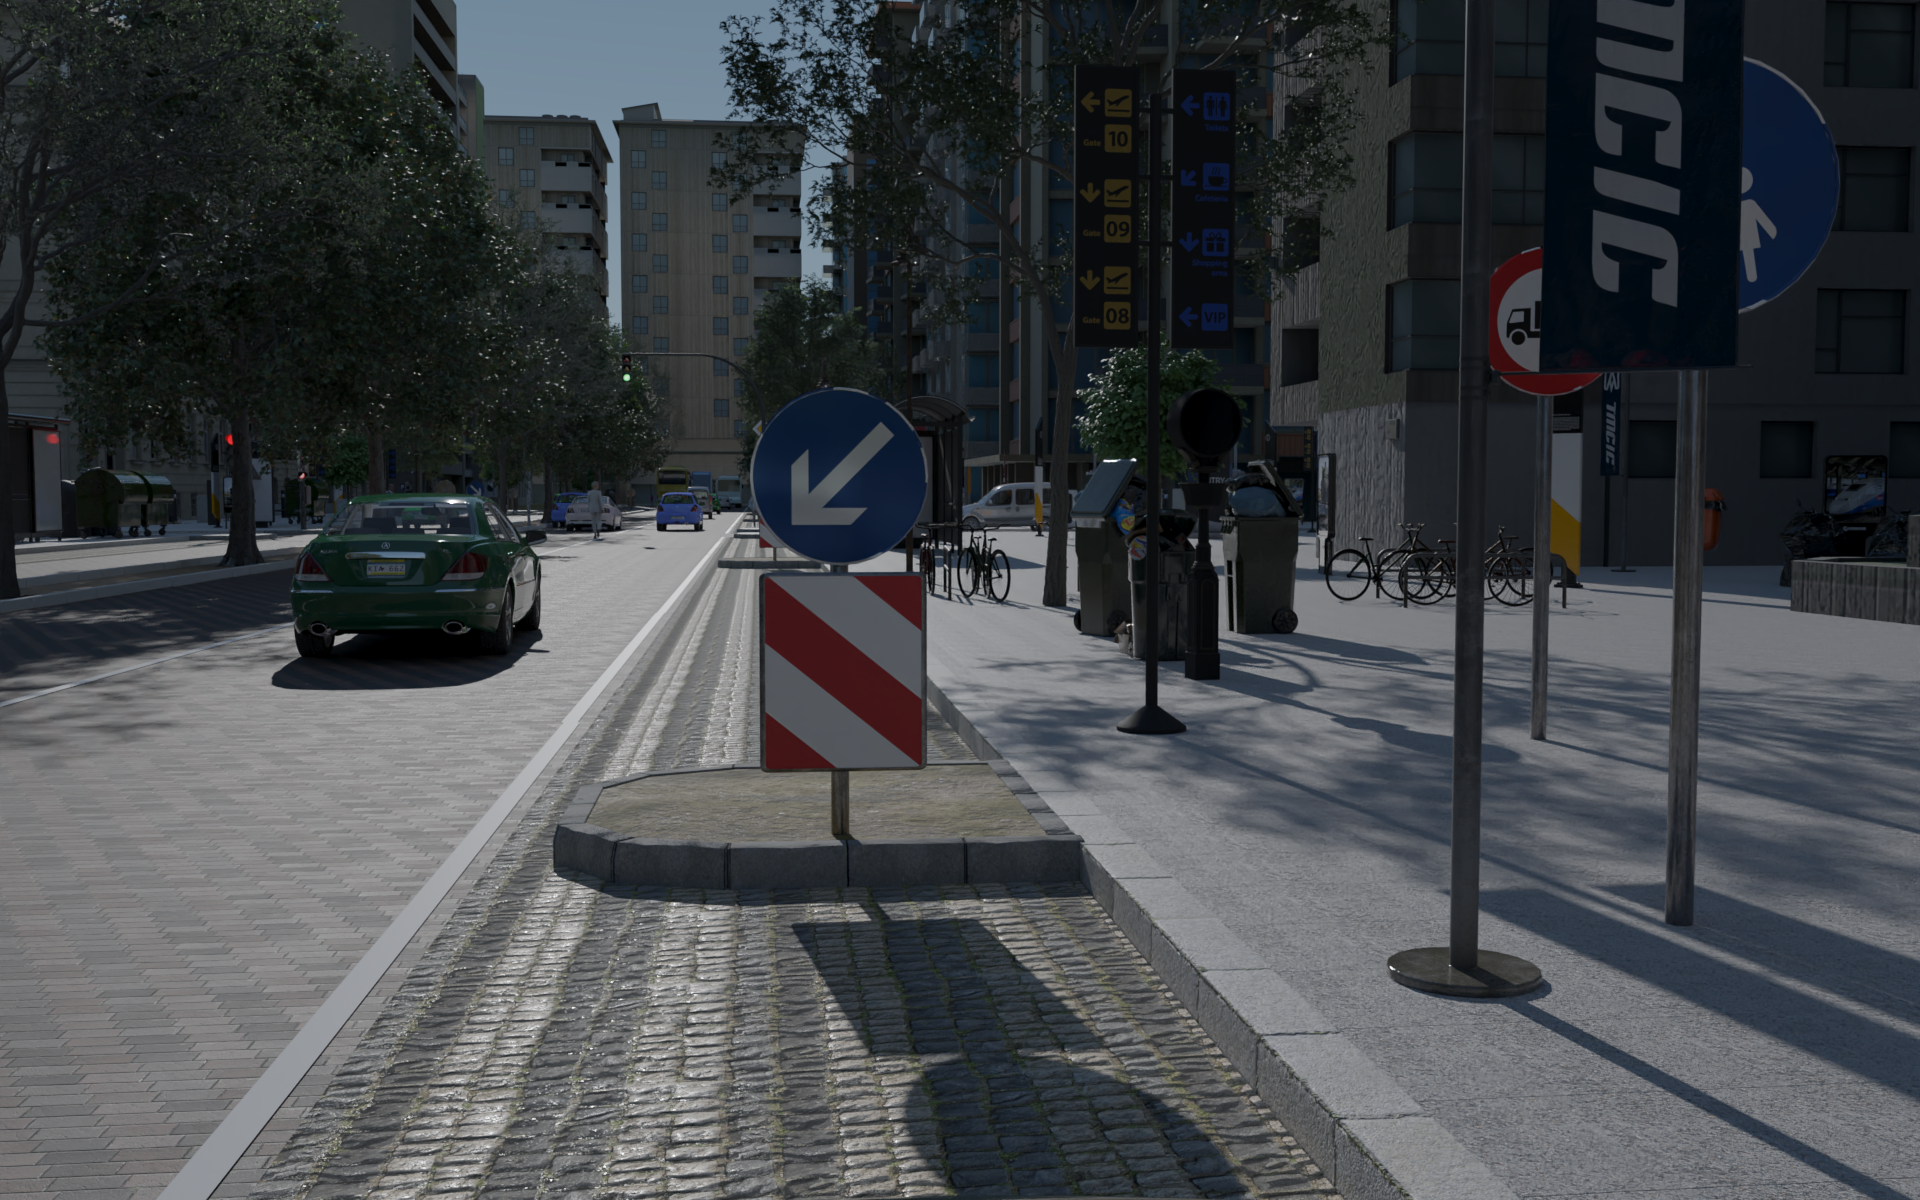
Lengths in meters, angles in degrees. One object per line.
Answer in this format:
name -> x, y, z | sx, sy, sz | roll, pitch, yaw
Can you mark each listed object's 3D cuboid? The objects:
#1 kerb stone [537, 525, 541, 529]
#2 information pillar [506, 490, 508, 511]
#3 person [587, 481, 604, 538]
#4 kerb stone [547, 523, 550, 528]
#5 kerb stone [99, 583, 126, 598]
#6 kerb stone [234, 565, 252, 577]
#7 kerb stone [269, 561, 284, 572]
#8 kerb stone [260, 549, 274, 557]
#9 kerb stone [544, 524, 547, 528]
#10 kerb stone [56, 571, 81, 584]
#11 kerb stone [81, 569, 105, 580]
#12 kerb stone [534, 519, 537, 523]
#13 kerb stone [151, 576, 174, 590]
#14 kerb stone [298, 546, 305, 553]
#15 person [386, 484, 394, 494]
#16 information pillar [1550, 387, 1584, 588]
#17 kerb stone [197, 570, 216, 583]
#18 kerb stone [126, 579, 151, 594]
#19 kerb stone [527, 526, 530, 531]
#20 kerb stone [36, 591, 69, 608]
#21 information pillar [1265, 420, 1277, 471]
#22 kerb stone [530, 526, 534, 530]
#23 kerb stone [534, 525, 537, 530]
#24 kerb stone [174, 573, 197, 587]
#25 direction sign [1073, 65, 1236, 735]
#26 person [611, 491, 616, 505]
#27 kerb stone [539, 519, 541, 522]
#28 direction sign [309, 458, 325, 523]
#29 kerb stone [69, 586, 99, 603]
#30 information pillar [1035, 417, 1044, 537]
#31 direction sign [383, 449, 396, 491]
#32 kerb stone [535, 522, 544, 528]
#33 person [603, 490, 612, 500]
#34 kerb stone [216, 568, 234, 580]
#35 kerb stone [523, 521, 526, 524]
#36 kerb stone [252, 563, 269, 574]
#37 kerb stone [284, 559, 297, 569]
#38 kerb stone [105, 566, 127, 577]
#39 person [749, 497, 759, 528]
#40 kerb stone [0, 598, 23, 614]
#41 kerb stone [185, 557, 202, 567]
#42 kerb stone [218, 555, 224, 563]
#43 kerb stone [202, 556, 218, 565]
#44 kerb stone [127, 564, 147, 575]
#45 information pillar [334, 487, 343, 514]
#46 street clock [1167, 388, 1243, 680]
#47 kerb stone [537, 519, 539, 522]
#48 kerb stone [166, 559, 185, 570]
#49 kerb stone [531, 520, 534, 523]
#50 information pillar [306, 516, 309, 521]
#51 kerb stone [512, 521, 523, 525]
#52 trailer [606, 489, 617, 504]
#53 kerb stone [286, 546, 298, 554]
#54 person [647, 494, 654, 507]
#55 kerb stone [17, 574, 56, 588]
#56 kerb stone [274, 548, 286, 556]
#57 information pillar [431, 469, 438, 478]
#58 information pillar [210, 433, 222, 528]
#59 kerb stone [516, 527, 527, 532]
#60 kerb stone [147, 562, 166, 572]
kerb stone -> -17.296, -2.950, 70.500 | 0.120, 0.150, 1.000 | 0, 4, -7
information pillar -> -34.741, -7.819, 132.336 | 0.304, 2.012, 0.304 | -1, 4, -19
person -> -11.795, -2.915, 56.045 | 0.514, 1.842, 0.818 | -1, 4, -10
kerb stone -> -17.663, -3.142, 73.562 | 0.120, 0.150, 1.000 | 0, 4, -7
kerb stone -> -11.918, -0.120, 24.163 | 0.120, 0.150, 1.000 | 0, 4, -7
kerb stone -> -12.631, -0.495, 30.286 | 0.120, 0.150, 1.000 | 0, 4, -7
kerb stone -> -12.867, -0.620, 32.324 | 0.120, 0.150, 1.000 | 0, 4, -7
kerb stone -> -15.771, -1.036, 39.134 | 0.120, 0.150, 1.000 | 0, 4, -7
kerb stone -> -17.532, -3.079, 72.542 | 0.120, 0.150, 1.000 | 0, 4, -7
kerb stone -> -14.476, -0.350, 27.922 | 0.120, 0.150, 1.000 | 0, 4, -7
kerb stone -> -14.587, -0.412, 28.938 | 0.120, 0.150, 1.000 | 0, 4, -7
kerb stone -> -21.164, -3.870, 85.554 | 0.120, 0.150, 1.000 | 0, 4, -7
kerb stone -> -12.163, -0.244, 26.210 | 0.120, 0.150, 1.000 | 0, 4, -7
kerb stone -> -16.132, -1.223, 42.196 | 0.120, 0.150, 1.000 | 0, 4, -7
person -> -21.856, -3.536, 66.502 | 0.419, 1.800, 0.721 | 0, 4, 1
information pillar -> 8.283, -1.978, 23.702 | 0.504, 3.616, 0.183 | 3, 4, 37
kerb stone -> -12.393, -0.370, 28.246 | 0.120, 0.150, 1.000 | 0, 4, -7
kerb stone -> -12.036, -0.183, 25.187 | 0.120, 0.150, 1.000 | 0, 4, -7
kerb stone -> -16.953, -2.768, 67.445 | 0.120, 0.150, 1.000 | 0, 4, -7
kerb stone -> -11.681, 0.009, 22.133 | 0.120, 0.150, 1.000 | 0, 4, -7
information pillar -> 9.791, -3.872, 54.668 | 0.183, 3.616, 0.504 | -2, 4, -31
kerb stone -> -17.068, -2.830, 68.465 | 0.120, 0.150, 1.000 | 0, 4, -7
kerb stone -> -17.188, -2.892, 69.483 | 0.120, 0.150, 1.000 | 0, 4, -7
kerb stone -> -12.268, -0.308, 27.226 | 0.120, 0.150, 1.000 | 0, 4, -7
direction sign -> 1.040, -1.059, 9.305 | 0.876, 3.537, 0.379 | -1, 4, -9
person -> -33.613, -9.674, 167.207 | 0.750, 1.759, 0.617 | -2, 4, -31
kerb stone -> -21.399, -3.998, 87.584 | 0.120, 0.150, 1.000 | 0, 4, -7
direction sign -> -28.317, -5.155, 76.289 | 0.876, 3.537, 0.379 | 2, 4, 25
kerb stone -> -11.798, -0.058, 23.148 | 0.120, 0.150, 1.000 | 0, 4, -7
information pillar -> 2.380, -3.720, 52.177 | 0.183, 3.616, 0.504 | 1, 4, 21
direction sign -> -28.950, -5.842, 87.513 | 0.876, 3.537, 0.379 | -1, 4, -22
kerb stone -> -17.423, -3.015, 71.521 | 0.120, 0.150, 1.000 | 0, 4, -7
person -> -30.191, -8.513, 147.817 | 0.705, 1.807, 1.348 | 3, 5, 40
kerb stone -> -12.516, -0.432, 29.262 | 0.120, 0.150, 1.000 | 0, 4, -7
kerb stone -> -20.687, -3.627, 81.492 | 0.120, 0.150, 1.000 | 0, 4, -7
kerb stone -> -12.744, -0.557, 31.310 | 0.120, 0.150, 1.000 | 0, 4, -7
kerb stone -> -12.985, -0.682, 33.340 | 0.120, 0.150, 1.000 | 0, 4, -7
kerb stone -> -14.705, -0.472, 29.954 | 0.120, 0.150, 1.000 | 0, 4, -7
person -> -8.371, -3.711, 70.993 | 0.589, 1.601, 0.330 | 0, 4, 8
kerb stone -> -11.567, 0.072, 21.110 | 0.120, 0.150, 1.000 | 0, 4, -7
kerb stone -> -15.175, -0.724, 34.036 | 0.120, 0.150, 1.000 | 0, 4, -7
kerb stone -> -15.418, -0.845, 36.077 | 0.120, 0.150, 1.000 | 0, 4, -7
kerb stone -> -15.294, -0.786, 35.051 | 0.120, 0.150, 1.000 | 0, 4, -7
kerb stone -> -14.820, -0.535, 30.977 | 0.120, 0.150, 1.000 | 0, 4, -7
information pillar -> -33.110, -6.166, 92.161 | 0.183, 3.616, 0.504 | 3, 5, 40
street clock -> 1.683, -0.453, 11.971 | 0.471, 2.002, 0.358 | -1, 4, -16
kerb stone -> -21.281, -3.934, 86.569 | 0.120, 0.150, 1.000 | 0, 4, -7
kerb stone -> -15.056, -0.656, 33.013 | 0.120, 0.150, 1.000 | 0, 4, -7
kerb stone -> -21.056, -3.813, 84.537 | 0.120, 0.150, 1.000 | 0, 4, -7
information pillar -> -30.902, -5.509, 81.420 | 0.183, 3.616, 0.504 | 1, 4, 17
kerb stone -> -20.570, -3.562, 80.472 | 0.120, 0.150, 1.000 | 0, 4, -7
trailer -> -38.926, -11.398, 193.409 | 1.471, 1.999, 3.904 | 0, 4, -6
kerb stone -> -16.005, -1.161, 41.172 | 0.120, 0.150, 1.000 | 0, 4, -7
person -> -31.427, -10.082, 176.558 | 0.991, 1.433, 0.599 | -2, 4, -28
kerb stone -> -14.350, -0.284, 26.908 | 0.120, 0.150, 1.000 | 0, 4, -7
kerb stone -> -15.890, -1.095, 40.149 | 0.120, 0.150, 1.000 | 0, 4, -7
information pillar -> -39.557, -8.511, 130.503 | 0.504, 3.616, 0.183 | -1, 4, -21
information pillar -> -28.284, -4.553, 65.804 | 0.183, 3.616, 0.504 | 0, 4, 4
kerb stone -> -16.828, -2.705, 66.430 | 0.120, 0.150, 1.000 | 0, 4, -7
kerb stone -> -14.945, -0.594, 31.992 | 0.120, 0.150, 1.000 | 0, 4, -7
